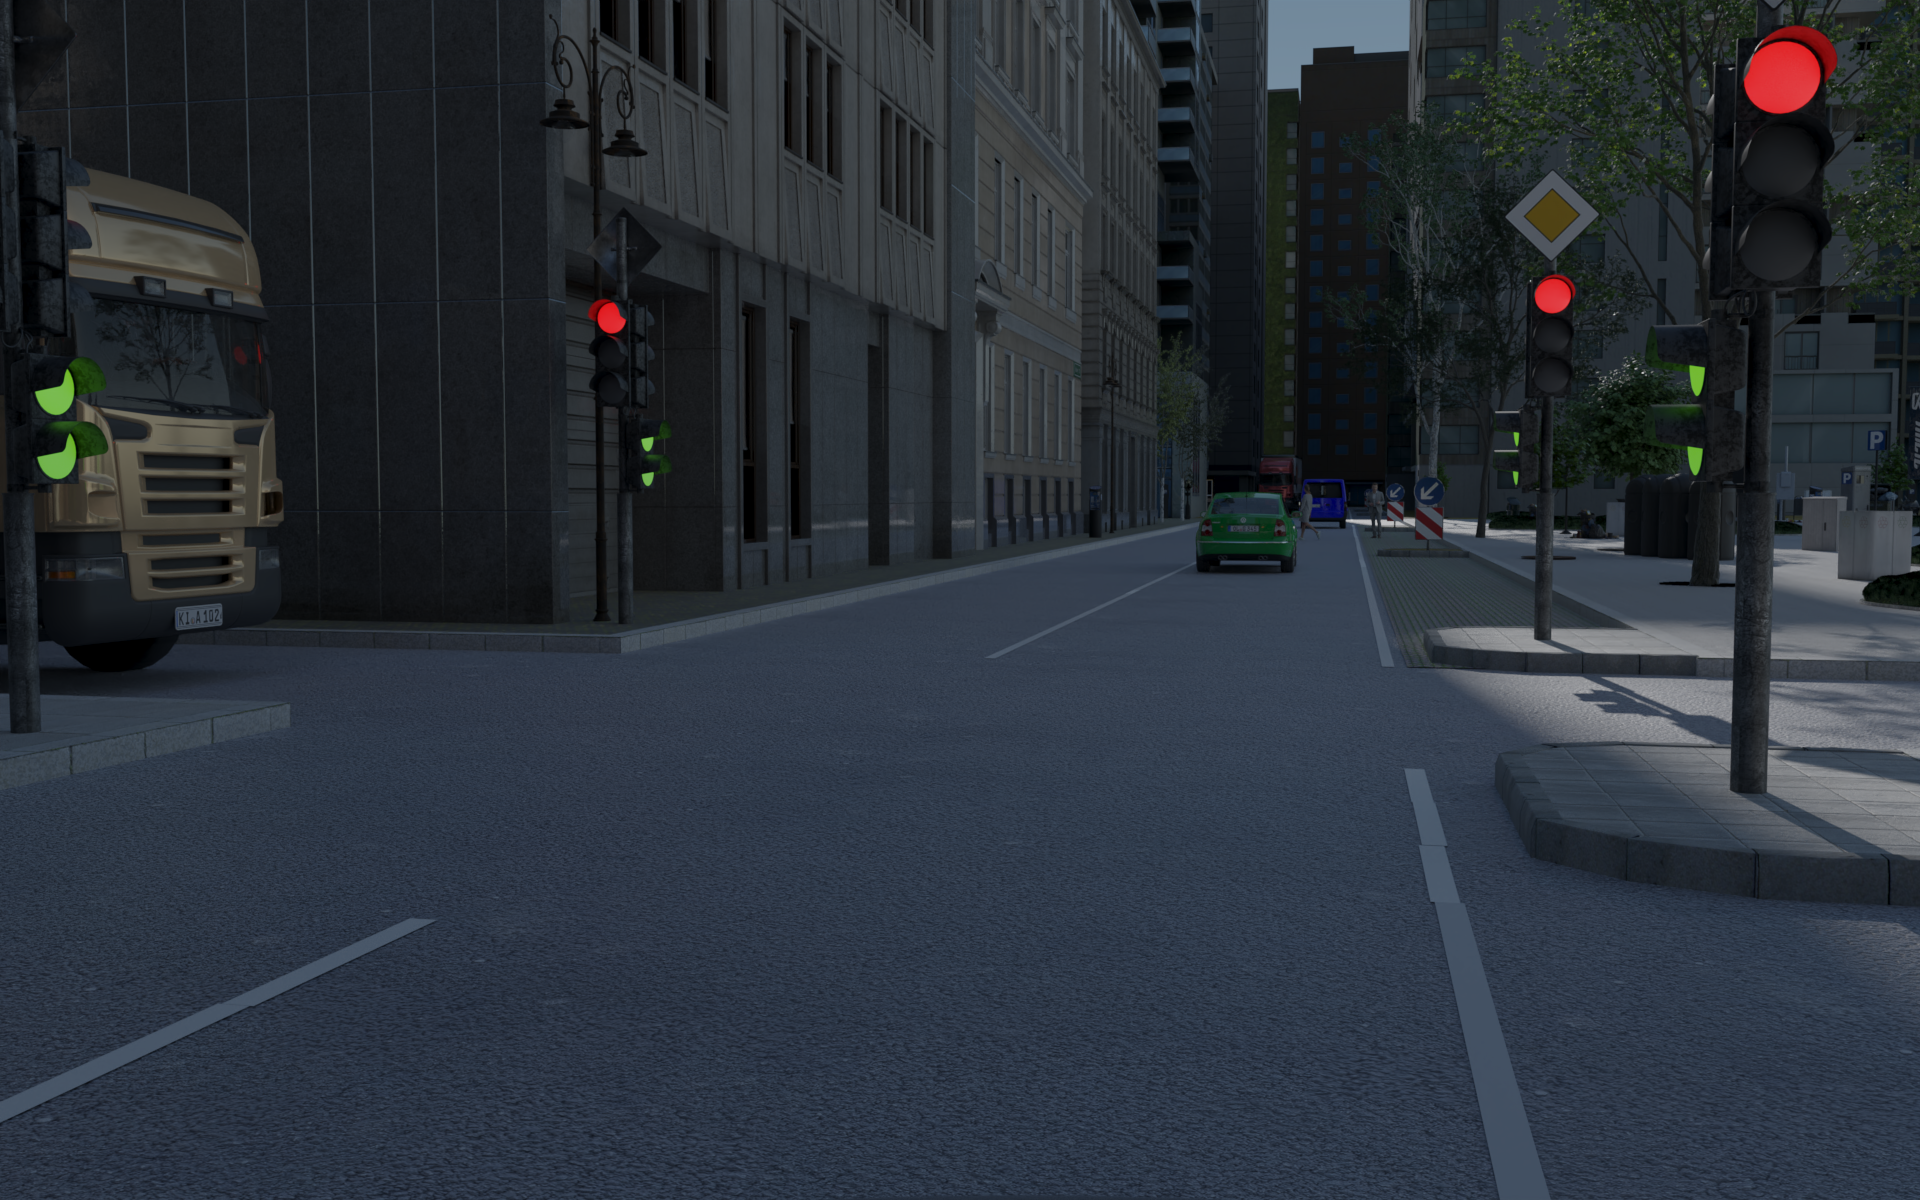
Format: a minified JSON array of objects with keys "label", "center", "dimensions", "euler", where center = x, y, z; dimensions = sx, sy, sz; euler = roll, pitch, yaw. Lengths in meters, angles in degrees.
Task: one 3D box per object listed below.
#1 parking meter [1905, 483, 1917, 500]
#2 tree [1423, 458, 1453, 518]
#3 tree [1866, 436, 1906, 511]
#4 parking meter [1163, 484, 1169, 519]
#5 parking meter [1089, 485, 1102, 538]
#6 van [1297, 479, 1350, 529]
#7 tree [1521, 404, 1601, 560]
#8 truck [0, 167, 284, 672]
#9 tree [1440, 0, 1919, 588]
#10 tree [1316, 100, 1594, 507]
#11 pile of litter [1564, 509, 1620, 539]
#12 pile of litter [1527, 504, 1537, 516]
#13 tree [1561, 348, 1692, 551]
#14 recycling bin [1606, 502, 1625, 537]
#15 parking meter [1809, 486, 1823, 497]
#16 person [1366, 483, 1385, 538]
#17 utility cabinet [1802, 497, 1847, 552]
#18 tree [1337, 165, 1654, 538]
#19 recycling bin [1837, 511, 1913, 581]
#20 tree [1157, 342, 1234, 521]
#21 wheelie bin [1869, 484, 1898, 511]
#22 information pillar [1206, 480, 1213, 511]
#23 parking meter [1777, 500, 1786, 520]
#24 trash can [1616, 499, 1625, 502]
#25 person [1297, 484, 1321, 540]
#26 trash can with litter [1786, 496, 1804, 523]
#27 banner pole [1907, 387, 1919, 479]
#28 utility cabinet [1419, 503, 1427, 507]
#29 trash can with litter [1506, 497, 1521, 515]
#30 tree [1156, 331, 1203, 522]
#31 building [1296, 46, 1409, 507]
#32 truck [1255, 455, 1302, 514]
[{"label":"parking meter","center":[43.665,-4.516,79.546],"dimensions":[0.399,1.863,0.255],"euler":[0,4,6]},{"label":"tree","center":[25.604,-5.989,92.525],"dimensions":[1.663,3.219,1.824],"euler":[0,3,0]},{"label":"tree","center":[31.009,-3.836,57.322],"dimensions":[1.663,3.219,1.824],"euler":[0,3,0]},{"label":"parking meter","center":[10.735,-5.204,90.804],"dimensions":[0.399,1.863,0.255],"euler":[0,4,-7]},{"label":"parking meter","center":[3.984,-2.601,50.942],"dimensions":[0.372,1.533,0.369],"euler":[0,3,0]},{"label":"van","center":[15.405,-4.221,73.395],"dimensions":[2.240,2.365,5.245],"euler":[1,4,12]},{"label":"tree","center":[11.476,-2.410,33.999],"dimensions":[1.663,3.219,1.824],"euler":[0,3,0]},{"label":"truck","center":[-10.398,-1.525,13.853],"dimensions":[11.283,4.237,2.839],"euler":[1,4,14]},{"label":"tree","center":[10.400,-5.989,23.670],"dimensions":[9.928,11.665,9.643],"euler":[0,3,0]},{"label":"tree","center":[23.128,-13.795,81.445],"dimensions":[12.611,20.169,13.585],"euler":[0,3,0]},{"label":"pile of litter","center":[18.259,-2.204,50.005],"dimensions":[1.176,0.858,1.719],"euler":[-1,4,-15]},{"label":"pile of litter","center":[25.568,-3.861,77.086],"dimensions":[1.176,0.858,1.719],"euler":[-3,5,-43]},{"label":"tree","center":[15.289,-3.389,39.119],"dimensions":[4.285,4.588,4.351],"euler":[0,3,0]},{"label":"recycling bin","center":[20.047,-2.444,52.514],"dimensions":[0.722,1.027,0.722],"euler":[2,4,32]},{"label":"parking meter","center":[26.021,-2.708,52.681],"dimensions":[0.372,1.533,0.369],"euler":[0,3,0]},{"label":"person","center":[13.385,-2.887,55.902],"dimensions":[0.606,1.804,0.583],"euler":[1,4,20]},{"label":"utility cabinet","center":[19.471,-1.705,39.047],"dimensions":[0.306,1.237,1.020],"euler":[-1,4,-16]},{"label":"tree","center":[15.243,-7.077,50.127],"dimensions":[8.767,10.594,7.601],"euler":[0,4,0]},{"label":"recycling bin","center":[13.702,-0.819,25.948],"dimensions":[0.722,1.027,0.722],"euler":[-1,4,-13]},{"label":"tree","center":[11.008,-8.151,83.636],"dimensions":[4.360,8.622,3.978],"euler":[0,3,0]},{"label":"wheelie bin","center":[27.749,-2.714,52.289],"dimensions":[0.980,1.594,0.693],"euler":[3,4,36]},{"label":"information pillar","center":[12.810,-5.168,88.991],"dimensions":[0.304,2.012,0.304],"euler":[0,4,6]},{"label":"parking meter","center":[39.912,-4.633,84.157],"dimensions":[0.372,1.533,0.369],"euler":[0,3,0]},{"label":"trash can","center":[20.686,-2.568,53.632],"dimensions":[0.748,1.137,0.748],"euler":[0,3,0]},{"label":"person","center":[10.777,-2.714,53.625],"dimensions":[0.760,1.731,0.466],"euler":[0,4,6]},{"label":"trash can with litter","center":[37.894,-4.064,77.507],"dimensions":[1.678,1.210,2.233],"euler":[-2,4,-35]},{"label":"banner pole","center":[19.849,-2.785,35.557],"dimensions":[0.863,3.779,0.401],"euler":[0,4,-1]},{"label":"utility cabinet","center":[19.663,-3.967,73.547],"dimensions":[0.318,1.500,1.173],"euler":[1,4,13]},{"label":"trash can with litter","center":[22.882,-3.658,71.203],"dimensions":[0.624,1.170,1.055],"euler":[0,4,-4]},{"label":"tree","center":[8.969,-7.821,78.240],"dimensions":[4.737,8.622,4.395],"euler":[0,3,0]},{"label":"building","center":[41.857,-32.183,176.294],"dimensions":[14.200,45.320,14.600],"euler":[1,4,12]},{"label":"truck","center":[23.233,-8.362,125.639],"dimensions":[2.839,4.237,11.283],"euler":[1,4,14]}]
